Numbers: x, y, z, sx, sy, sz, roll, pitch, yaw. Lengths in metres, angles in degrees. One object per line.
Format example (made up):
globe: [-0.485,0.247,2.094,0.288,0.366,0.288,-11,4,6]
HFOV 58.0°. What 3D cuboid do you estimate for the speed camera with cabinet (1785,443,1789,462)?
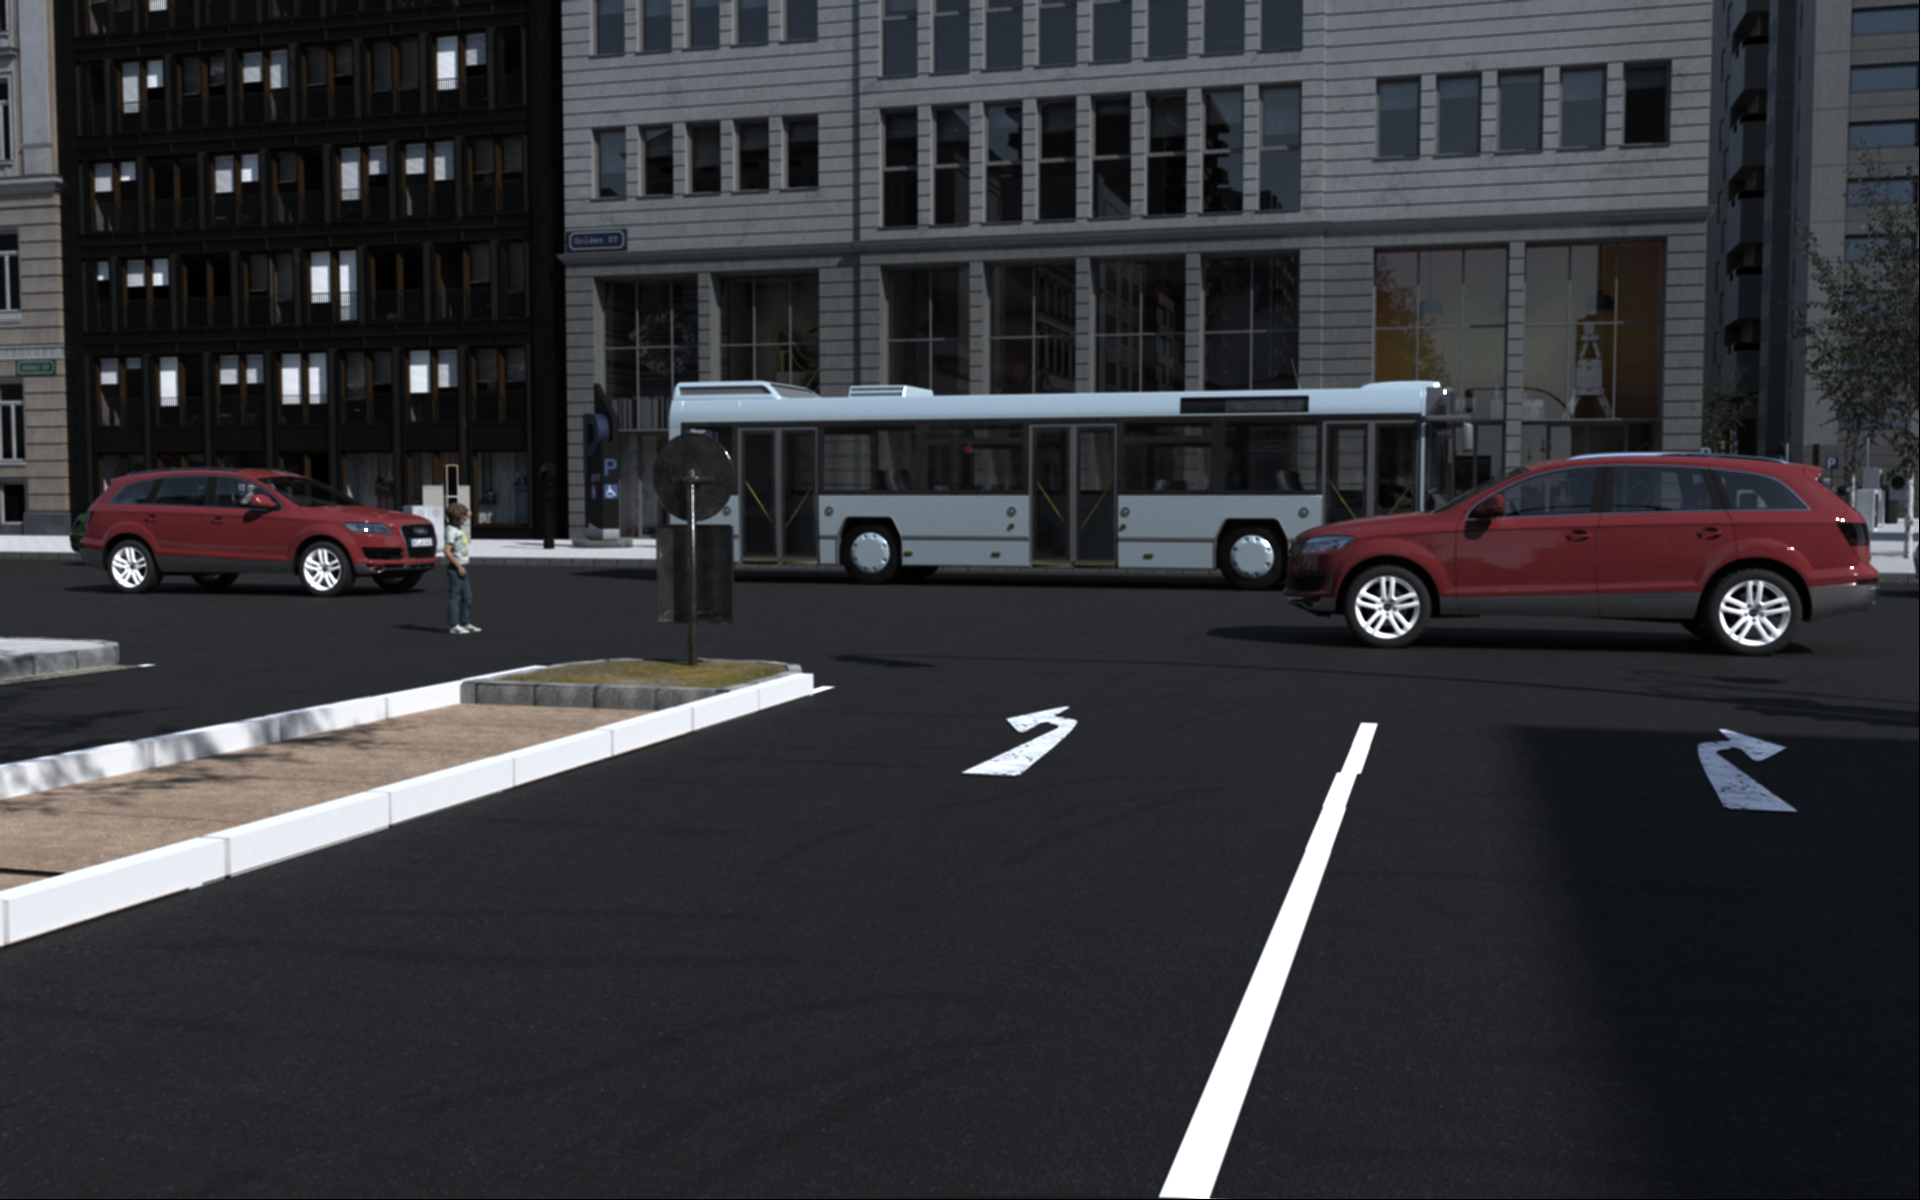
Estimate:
speed camera with cabinet: [31.494,-4.486,67.689,2.038,3.252,0.660,2,4,34]

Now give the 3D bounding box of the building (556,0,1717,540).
building: [4.641,-16.600,48.900,29.804,29.767,11.434,1,4,16]

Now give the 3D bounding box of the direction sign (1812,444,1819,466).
direction sign: [38.735,-5.288,78.453,0.379,3.537,0.876,1,4,11]

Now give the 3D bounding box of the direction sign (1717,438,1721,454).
direction sign: [30.842,-4.750,69.658,0.876,3.537,0.379,0,4,-7]

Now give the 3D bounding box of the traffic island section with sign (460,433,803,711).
traffic island section with sign: [-2.167,-0.261,12.401,2.006,1.907,1.989,1,4,16]

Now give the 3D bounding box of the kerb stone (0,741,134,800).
kerb stone: [-4.399,0.837,8.504,0.120,0.150,1.000,1,4,16]

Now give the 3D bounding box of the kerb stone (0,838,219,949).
kerb stone: [-2.934,0.994,5.986,0.120,0.150,1.000,1,4,16]

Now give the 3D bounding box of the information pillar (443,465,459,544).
information pillar: [-12.741,-2.378,43.371,0.304,2.012,0.304,-2,4,-31]

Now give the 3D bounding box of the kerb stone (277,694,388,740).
kerb stone: [-3.827,0.716,10.485,0.120,0.150,1.000,1,4,16]

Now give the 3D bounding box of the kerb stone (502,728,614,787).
kerb stone: [-2.091,0.814,8.945,0.120,0.150,1.000,1,4,16]

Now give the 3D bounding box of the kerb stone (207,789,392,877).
kerb stone: [-2.648,0.932,6.973,0.120,0.150,1.000,1,4,16]

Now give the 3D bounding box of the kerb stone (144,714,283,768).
kerb stone: [-4.107,0.778,9.499,0.120,0.150,1.000,1,4,16]

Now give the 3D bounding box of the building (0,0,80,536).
building: [-35.155,-16.829,61.054,20.117,28.700,13.634,1,4,16]

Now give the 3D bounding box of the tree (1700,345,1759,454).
tree: [36.766,-8.240,85.092,4.360,8.622,3.978,0,3,0]

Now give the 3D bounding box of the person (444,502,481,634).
person: [-5.115,-0.330,17.800,0.340,1.345,0.435,-1,4,-13]

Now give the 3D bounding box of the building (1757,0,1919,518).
building: [60.020,-34.352,103.654,21.231,58.520,28.212,1,4,16]

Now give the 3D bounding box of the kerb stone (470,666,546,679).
kerb stone: [-3.262,0.595,12.462,0.120,0.150,1.000,1,4,16]

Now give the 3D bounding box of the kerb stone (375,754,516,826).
kerb stone: [-2.369,0.871,7.959,0.120,0.150,1.000,1,4,16]

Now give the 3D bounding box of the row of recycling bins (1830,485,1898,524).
row of recycling bins: [38.999,-4.179,75.438,3.534,1.692,1.069,0,4,-2]

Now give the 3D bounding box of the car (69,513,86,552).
car: [-15.478,-1.410,34.854,4.920,1.459,2.131,1,4,16]

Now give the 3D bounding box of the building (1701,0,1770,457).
building: [71.667,-33.085,130.176,28.713,52.752,27.495,1,4,16]

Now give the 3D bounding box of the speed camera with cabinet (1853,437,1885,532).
speed camera with cabinet: [31.140,-3.972,59.279,0.660,3.252,2.038,2,4,34]

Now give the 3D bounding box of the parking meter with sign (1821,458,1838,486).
parking meter with sign: [40.979,-5.264,82.335,1.738,3.016,0.543,-2,4,-35]

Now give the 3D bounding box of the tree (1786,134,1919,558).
tree: [18.736,-5.143,34.445,4.360,8.622,3.978,0,3,0]

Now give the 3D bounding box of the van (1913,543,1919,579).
van: [15.401,-1.020,23.687,4.112,2.044,2.013,1,4,17]

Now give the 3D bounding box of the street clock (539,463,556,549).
street clock: [-9.653,-2.205,40.617,0.358,2.002,0.471,-3,4,-36]

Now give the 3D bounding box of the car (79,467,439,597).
car: [-10.210,-1.021,25.373,5.304,1.827,2.281,1,4,14]

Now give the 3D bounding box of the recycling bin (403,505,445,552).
recycling bin: [-11.884,-1.580,38.380,0.722,1.027,0.722,-2,4,-34]

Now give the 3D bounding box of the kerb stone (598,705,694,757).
kerb stone: [-1.808,0.750,9.935,0.120,0.150,1.000,1,4,16]

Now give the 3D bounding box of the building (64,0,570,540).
building: [-17.538,-13.832,55.838,15.834,23.373,12.332,1,4,16]

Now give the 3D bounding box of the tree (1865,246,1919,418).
tree: [29.045,-6.182,51.440,4.737,8.622,4.395,0,3,0]

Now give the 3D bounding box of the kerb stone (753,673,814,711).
kerb stone: [-1.242,0.629,11.908,0.120,0.150,1.000,1,4,16]

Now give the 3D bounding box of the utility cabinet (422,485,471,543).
utility cabinet: [-13.251,-2.204,44.719,1.173,1.500,0.318,-1,4,-15]

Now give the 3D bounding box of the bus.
bus: [1.962,-1.995,27.474,13.247,3.499,2.948,1,4,17]

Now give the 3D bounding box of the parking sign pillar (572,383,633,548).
parking sign pillar: [-8.624,-3.252,41.648,1.447,3.967,1.447,-2,4,-31]

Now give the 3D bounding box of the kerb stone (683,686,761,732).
kerb stone: [-1.521,0.689,10.923,0.120,0.150,1.000,1,4,16]

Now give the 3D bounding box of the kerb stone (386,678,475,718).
kerb stone: [-3.546,0.661,11.478,0.120,0.150,1.000,1,4,16]

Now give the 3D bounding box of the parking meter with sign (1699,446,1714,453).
parking meter with sign: [27.873,-4.134,63.849,1.738,3.016,0.543,-3,5,-41]

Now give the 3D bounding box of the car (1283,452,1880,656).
car: [5.788,-0.481,16.543,5.304,1.827,2.281,1,4,14]

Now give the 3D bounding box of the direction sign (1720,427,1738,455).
direction sign: [26.110,-4.074,58.610,0.379,3.537,0.876,3,4,37]

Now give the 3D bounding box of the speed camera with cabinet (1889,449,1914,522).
speed camera with cabinet: [36.347,-4.517,68.182,0.660,3.252,2.038,-3,4,-37]

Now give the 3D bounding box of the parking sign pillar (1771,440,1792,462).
parking sign pillar: [40.428,-5.922,85.290,1.447,3.967,1.447,0,4,1]

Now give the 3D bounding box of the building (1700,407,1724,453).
building: [79.512,-35.446,199.148,30.456,49.044,23.786,1,4,16]

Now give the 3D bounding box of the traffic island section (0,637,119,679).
traffic island section: [-8.254,0.513,13.895,2.009,0.180,2.903,1,4,16]

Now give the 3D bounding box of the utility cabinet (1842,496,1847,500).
utility cabinet: [28.201,-2.723,55.690,0.306,1.237,1.020,1,4,15]
